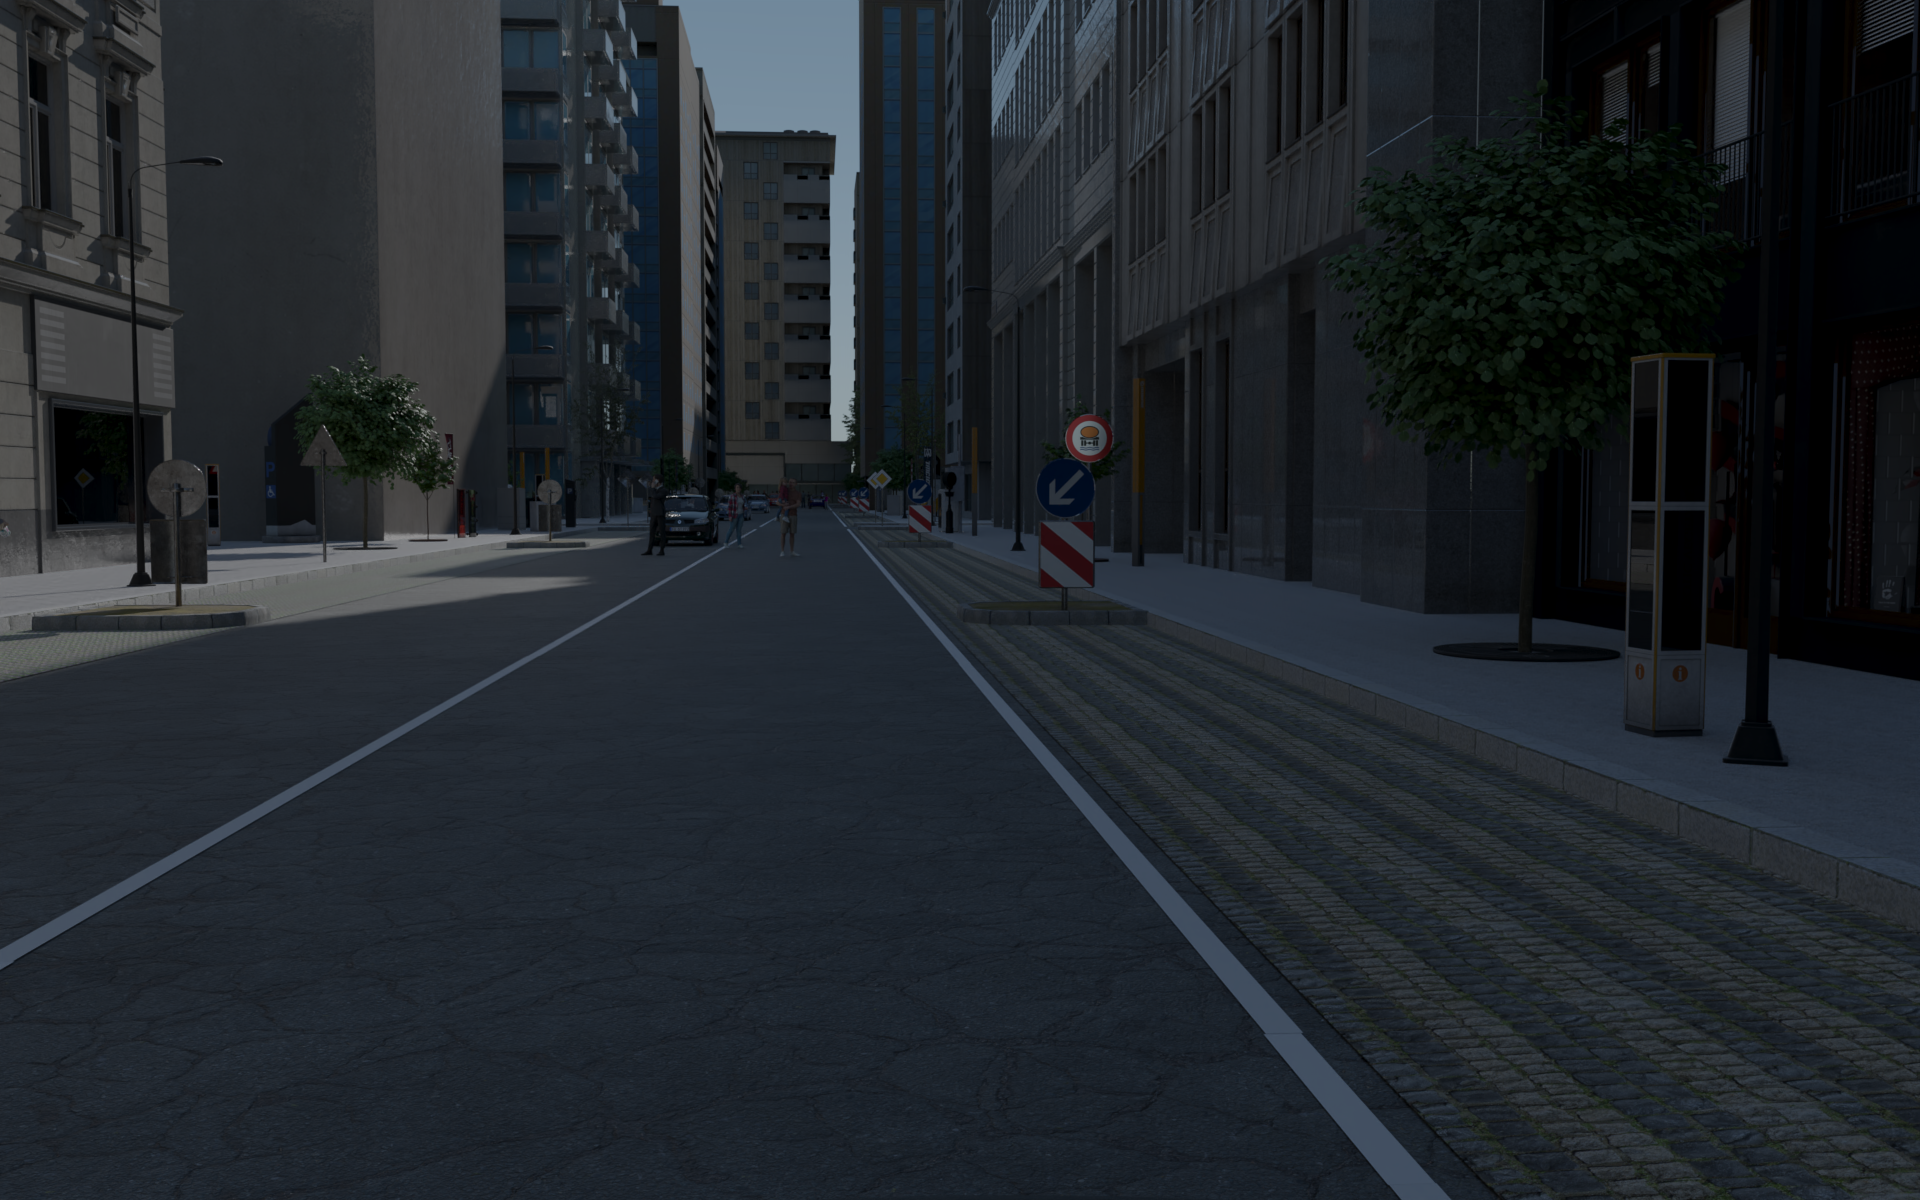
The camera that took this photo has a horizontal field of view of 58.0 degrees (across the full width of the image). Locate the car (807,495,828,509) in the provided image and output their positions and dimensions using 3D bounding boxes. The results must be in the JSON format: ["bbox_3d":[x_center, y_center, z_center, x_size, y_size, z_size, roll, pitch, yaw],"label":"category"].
[{"bbox_3d":[-13.781,-9.484,167.651,1.945,1.354,3.894,0,4,-6],"label":"car"}]

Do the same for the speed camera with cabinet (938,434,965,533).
[{"bbox_3d":[-0.306,-3.893,57.984,0.660,3.252,2.038,-1,4,-10],"label":"speed camera with cabinet"}]

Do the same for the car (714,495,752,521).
[{"bbox_3d":[-12.291,-5.020,94.078,2.014,1.417,4.499,0,4,-3],"label":"car"}]

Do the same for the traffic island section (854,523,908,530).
[{"bbox_3d":[-3.090,-2.877,69.315,2.009,0.180,2.903,0,4,-5],"label":"traffic island section"}]

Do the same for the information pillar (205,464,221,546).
[{"bbox_3d":[-18.404,-2.334,42.656,0.304,2.012,0.304,-2,4,-27],"label":"information pillar"}]

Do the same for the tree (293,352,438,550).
[{"bbox_3d":[-13.828,-3.452,40.162,4.285,4.588,4.351,0,3,0],"label":"tree"}]

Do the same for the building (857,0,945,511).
[{"bbox_3d":[-1.075,-30.014,140.836,14.600,45.320,14.200,0,4,-5],"label":"building"}]

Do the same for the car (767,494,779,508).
[{"bbox_3d":[-19.276,-10.524,181.110,2.155,1.783,4.494,0,4,-4],"label":"car"}]

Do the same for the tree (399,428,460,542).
[{"bbox_3d":[-14.305,-3.199,46.898,1.663,3.219,1.824,0,3,0],"label":"tree"}]

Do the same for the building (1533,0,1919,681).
[{"bbox_3d":[12.708,-11.022,9.885,12.332,23.373,15.834,0,4,-5],"label":"building"}]

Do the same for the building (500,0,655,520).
[{"bbox_3d":[-30.255,-29.239,97.660,23.786,49.044,30.456,0,4,-5],"label":"building"}]

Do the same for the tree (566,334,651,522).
[{"bbox_3d":[-16.330,-7.934,80.076,4.360,8.622,3.978,0,3,0],"label":"tree"}]

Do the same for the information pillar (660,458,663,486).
[{"bbox_3d":[-19.112,-7.328,111.171,0.183,3.616,0.504,1,4,9],"label":"information pillar"}]

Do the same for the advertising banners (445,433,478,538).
[{"bbox_3d":[-14.581,-3.329,50.622,0.090,3.025,2.074,1,4,9],"label":"advertising banners"}]

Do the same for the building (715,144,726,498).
[{"bbox_3d":[-36.928,-34.636,216.405,14.200,45.320,14.600,0,4,-5],"label":"building"}]

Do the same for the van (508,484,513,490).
[{"bbox_3d":[-20.371,-3.935,71.344,4.112,2.044,2.013,0,4,-6],"label":"van"}]

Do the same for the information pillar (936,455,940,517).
[{"bbox_3d":[-1.306,-6.505,97.710,0.183,3.616,0.504,3,5,43],"label":"information pillar"}]

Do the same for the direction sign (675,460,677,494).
[{"bbox_3d":[-18.807,-7.511,114.794,0.379,3.537,0.876,0,4,0],"label":"direction sign"}]

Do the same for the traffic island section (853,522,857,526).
[{"bbox_3d":[-3.745,-3.363,77.273,2.009,0.180,2.903,0,4,-5],"label":"traffic island section"}]

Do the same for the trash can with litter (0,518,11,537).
[{"bbox_3d":[-11.055,-0.495,19.484,0.624,1.170,1.055,-2,4,-26],"label":"trash can with litter"}]

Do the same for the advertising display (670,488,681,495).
[{"bbox_3d":[-21.240,-7.578,129.115,0.974,1.923,0.123,1,4,14],"label":"advertising display"}]

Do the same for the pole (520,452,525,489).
[{"bbox_3d":[-21.221,-5.516,84.023,0.158,3.312,0.155,0,3,0],"label":"pole"}]

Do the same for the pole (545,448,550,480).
[{"bbox_3d":[-18.190,-5.049,76.390,0.158,3.312,0.155,0,3,0],"label":"pole"}]

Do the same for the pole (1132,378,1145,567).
[{"bbox_3d":[3.161,-2.250,30.626,0.158,3.312,0.155,0,3,0],"label":"pole"}]

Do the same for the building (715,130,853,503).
[{"bbox_3d":[-29.472,-40.378,249.419,27.495,52.752,28.713,0,4,-5],"label":"building"}]

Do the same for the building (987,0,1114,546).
[{"bbox_3d":[7.799,-16.830,52.670,11.434,29.767,29.804,0,4,-5],"label":"building"}]

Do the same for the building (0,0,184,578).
[{"bbox_3d":[-21.605,-14.482,13.197,17.030,29.872,44.131,0,4,-5],"label":"building"}]

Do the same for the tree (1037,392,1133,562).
[{"bbox_3d":[2.213,-2.347,32.980,1.663,3.219,1.824,0,3,0],"label":"tree"}]

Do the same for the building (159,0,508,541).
[{"bbox_3d":[-33.492,-15.306,54.762,34.151,26.468,19.350,0,4,-5],"label":"building"}]

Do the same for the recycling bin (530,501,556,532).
[{"bbox_3d":[-14.299,-2.867,59.428,0.722,1.027,0.722,-2,4,-32],"label":"recycling bin"}]

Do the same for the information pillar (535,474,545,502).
[{"bbox_3d":[-15.580,-3.659,64.313,0.304,2.012,0.304,0,4,2],"label":"information pillar"}]

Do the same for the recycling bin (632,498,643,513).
[{"bbox_3d":[-21.683,-6.311,115.732,0.722,1.027,0.722,-3,5,-44],"label":"recycling bin"}]

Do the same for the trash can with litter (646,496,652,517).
[{"bbox_3d":[-17.174,-5.197,96.350,0.624,1.170,1.055,-1,4,-9],"label":"trash can with litter"}]

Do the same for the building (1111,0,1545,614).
[{"bbox_3d":[10.128,-12.849,28.100,12.078,24.808,19.932,0,4,-5],"label":"building"}]

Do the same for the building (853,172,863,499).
[{"bbox_3d":[-4.487,-38.190,248.106,21.600,48.544,21.300,0,4,-5],"label":"building"}]

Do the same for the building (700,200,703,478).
[{"bbox_3d":[-33.002,-31.868,171.146,14.600,45.320,14.200,0,4,-5],"label":"building"}]

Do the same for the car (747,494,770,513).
[{"bbox_3d":[-15.177,-7.177,129.349,2.014,1.417,4.499,0,4,-3],"label":"car"}]

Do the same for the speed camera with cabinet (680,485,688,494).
[{"bbox_3d":[-21.328,-8.515,133.563,0.660,3.252,2.038,1,4,16],"label":"speed camera with cabinet"}]

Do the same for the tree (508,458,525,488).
[{"bbox_3d":[-20.717,-5.112,78.185,1.663,3.219,1.824,0,3,0],"label":"tree"}]

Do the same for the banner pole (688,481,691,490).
[{"bbox_3d":[-23.285,-9.721,148.952,0.401,3.779,0.863,-2,4,-32],"label":"banner pole"}]

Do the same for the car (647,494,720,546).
[{"bbox_3d":[-7.800,-2.407,49.144,2.009,1.686,4.222,0,4,-5],"label":"car"}]

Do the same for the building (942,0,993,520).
[{"bbox_3d":[6.611,-19.313,87.463,14.107,30.474,14.160,0,4,-5],"label":"building"}]

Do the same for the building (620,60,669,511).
[{"bbox_3d":[-38.804,-26.950,132.506,32.217,40.220,23.993,0,4,-5],"label":"building"}]

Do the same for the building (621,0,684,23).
[{"bbox_3d":[-31.697,-31.004,157.032,14.600,45.320,14.200,0,4,-5],"label":"building"}]

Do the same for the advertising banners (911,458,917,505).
[{"bbox_3d":[-2.245,-5.390,84.309,0.090,3.025,2.074,-1,4,-8],"label":"advertising banners"}]

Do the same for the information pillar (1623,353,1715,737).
[{"bbox_3d":[3.771,-0.290,9.227,0.304,2.012,0.304,-1,4,-10],"label":"information pillar"}]

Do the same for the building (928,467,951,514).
[{"bbox_3d":[14.329,-25.886,115.116,32.217,40.220,23.993,0,4,-5],"label":"building"}]

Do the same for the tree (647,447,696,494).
[{"bbox_3d":[-20.056,-8.344,120.142,4.285,4.588,4.351,0,3,0],"label":"tree"}]

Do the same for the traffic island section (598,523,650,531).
[{"bbox_3d":[-13.148,-2.827,68.495,2.009,0.180,2.903,0,4,-5],"label":"traffic island section"}]

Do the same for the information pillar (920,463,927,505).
[{"bbox_3d":[-2.790,-8.615,132.204,0.504,3.616,0.183,-1,4,-16],"label":"information pillar"}]

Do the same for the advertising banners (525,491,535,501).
[{"bbox_3d":[-17.302,-4.389,67.954,2.074,3.025,0.090,-1,4,-13],"label":"advertising banners"}]

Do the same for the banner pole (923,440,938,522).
[{"bbox_3d":[-1.352,-5.503,79.999,0.863,3.779,0.401,2,4,31],"label":"banner pole"}]

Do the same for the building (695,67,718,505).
[{"bbox_3d":[-37.882,-34.549,188.575,21.300,48.544,21.600,0,4,-5],"label":"building"}]

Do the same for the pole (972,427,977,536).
[{"bbox_3d":[0.447,-3.622,53.057,0.158,3.312,0.155,0,3,0],"label":"pole"}]
